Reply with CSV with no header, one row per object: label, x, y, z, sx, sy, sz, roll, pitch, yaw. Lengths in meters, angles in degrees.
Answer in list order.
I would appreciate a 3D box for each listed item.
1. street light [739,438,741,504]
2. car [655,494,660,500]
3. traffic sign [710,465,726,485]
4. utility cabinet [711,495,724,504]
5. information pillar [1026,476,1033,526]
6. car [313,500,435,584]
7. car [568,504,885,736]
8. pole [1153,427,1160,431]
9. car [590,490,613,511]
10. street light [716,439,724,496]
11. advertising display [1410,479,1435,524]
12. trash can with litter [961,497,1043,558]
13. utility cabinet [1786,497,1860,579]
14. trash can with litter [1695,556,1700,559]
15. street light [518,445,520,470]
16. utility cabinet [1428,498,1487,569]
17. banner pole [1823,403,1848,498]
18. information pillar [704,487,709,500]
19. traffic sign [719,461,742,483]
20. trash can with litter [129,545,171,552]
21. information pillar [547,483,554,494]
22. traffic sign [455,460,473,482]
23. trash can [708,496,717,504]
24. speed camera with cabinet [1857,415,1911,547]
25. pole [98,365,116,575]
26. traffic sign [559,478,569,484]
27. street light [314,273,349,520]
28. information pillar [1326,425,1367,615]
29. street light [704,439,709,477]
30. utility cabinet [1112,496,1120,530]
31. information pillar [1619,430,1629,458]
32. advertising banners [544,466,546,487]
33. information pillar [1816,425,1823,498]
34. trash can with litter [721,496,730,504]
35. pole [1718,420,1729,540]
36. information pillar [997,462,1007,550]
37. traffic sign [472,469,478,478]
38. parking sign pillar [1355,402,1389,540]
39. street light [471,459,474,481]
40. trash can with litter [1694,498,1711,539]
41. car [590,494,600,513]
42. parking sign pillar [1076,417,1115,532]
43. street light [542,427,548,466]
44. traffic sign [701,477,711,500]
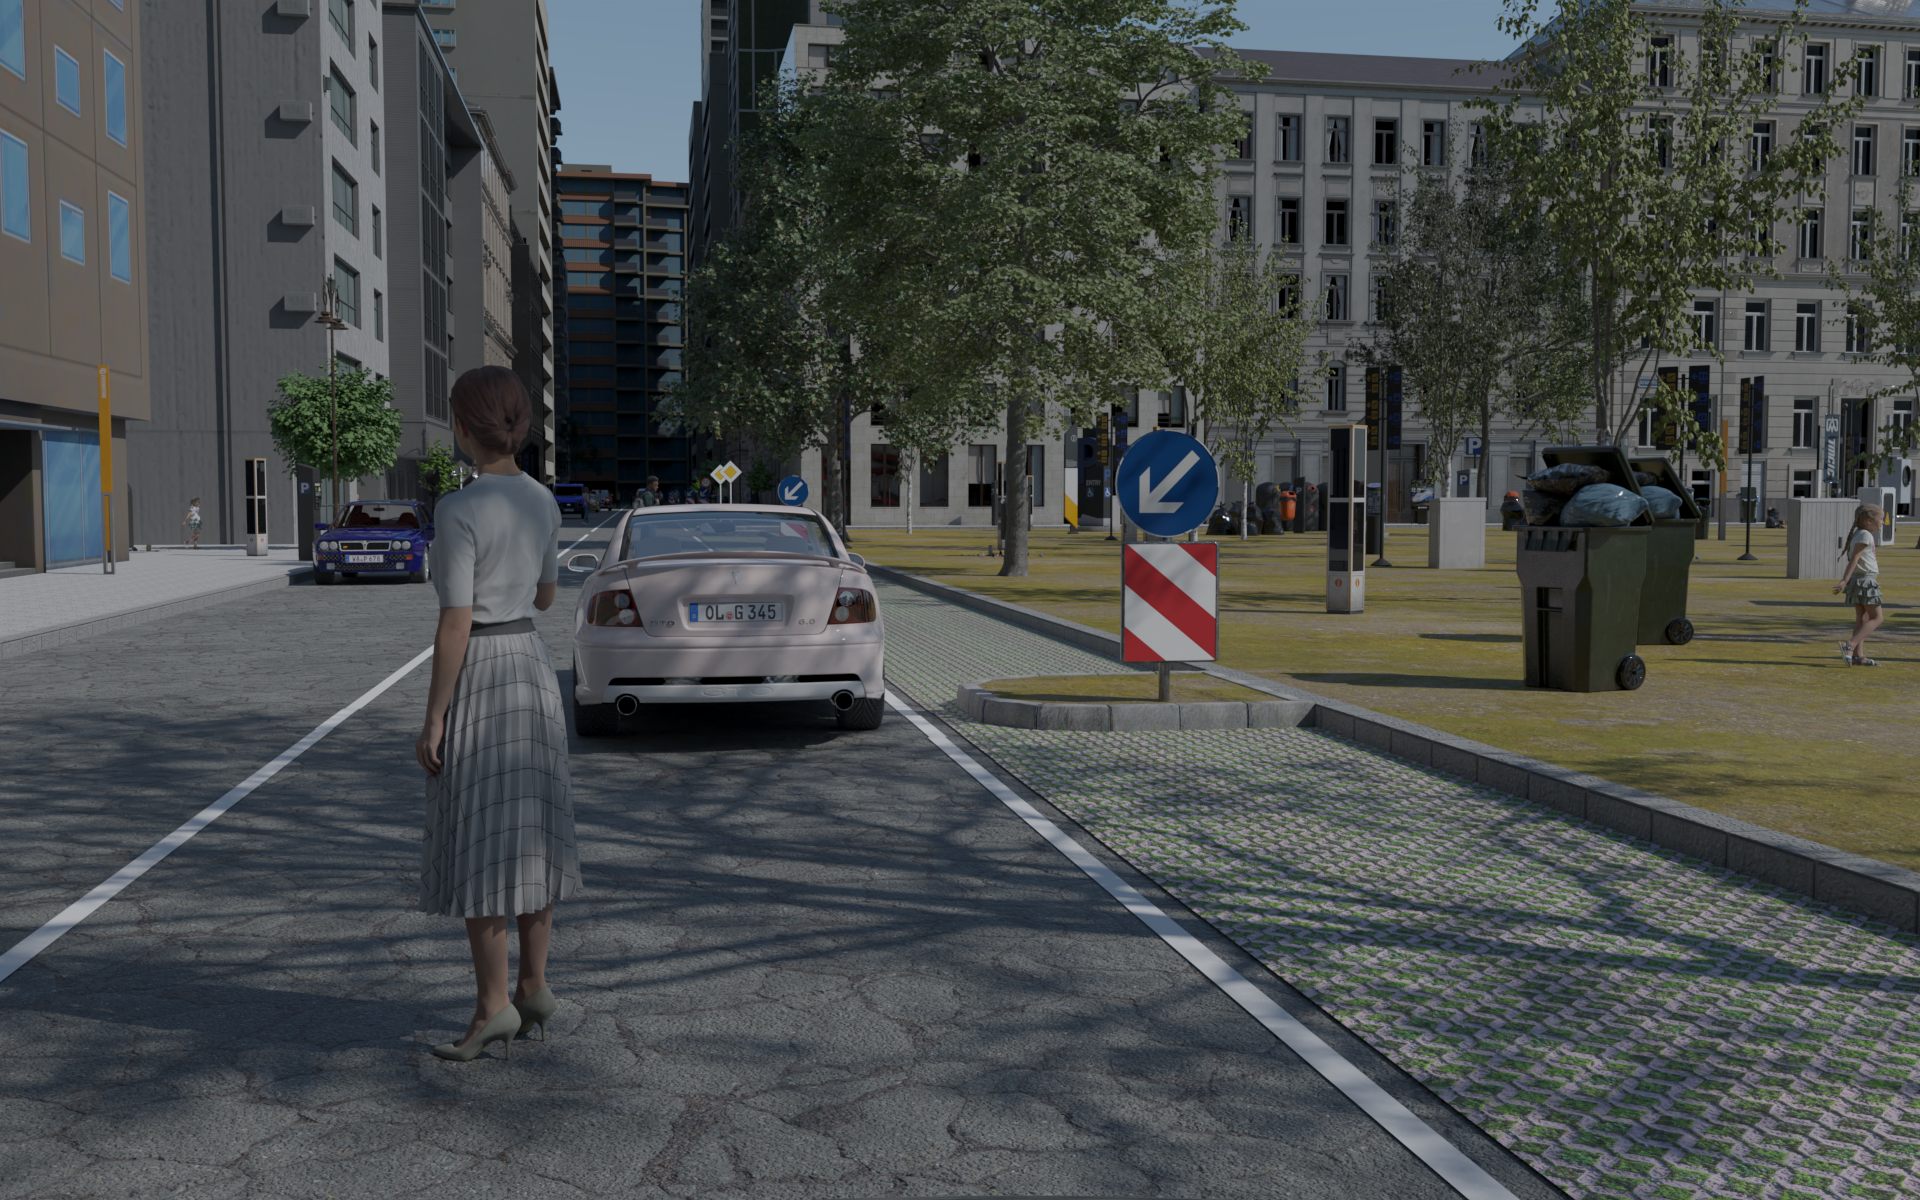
street light,-11.480,-7.190,90.339,0.468,5.910,1.993,-1,4,-10
car,-26.682,-8.536,148.355,1.959,1.807,4.718,-1,4,-9
traffic sign,-9.407,-4.036,68.172,0.795,2.593,0.064,-1,4,-10
utility cabinet,-17.765,-7.091,127.101,0.306,1.237,1.020,3,4,37
information pillar,2.741,-3.970,69.398,0.304,2.012,0.304,-2,4,-24
car,-9.618,-0.993,28.823,1.945,1.354,3.894,-1,4,-11
car,-1.621,0.037,11.762,2.083,1.381,4.827,-1,4,-10
pole,5.931,-3.584,52.435,0.158,3.312,0.155,0,3,0
car,-30.811,-8.528,148.101,2.281,1.827,5.304,-1,4,-11
street light,-16.025,-8.757,115.972,0.468,5.910,1.993,-1,4,-10
advertising display,19.552,-4.160,73.227,0.974,1.923,0.123,1,4,10
trash can with litter,0.856,-1.481,35.279,1.678,1.210,2.233,0,4,0
utility cabinet,13.099,-0.925,26.278,1.020,1.237,0.306,-1,4,-11
trash can with litter,13.694,-1.408,34.078,1.678,1.210,2.233,1,4,12
street light,-23.768,-7.378,93.415,0.468,5.910,1.993,-1,4,-10
utility cabinet,8.599,-1.151,29.981,1.020,1.237,0.306,-2,4,-24
banner pole,24.215,-3.539,47.880,0.863,3.779,0.401,-1,4,-12
information pillar,-19.338,-7.804,132.091,0.304,2.012,0.304,3,5,39
traffic sign,-7.968,-3.555,60.317,0.795,2.593,0.064,-1,4,-10
trash can with litter,-18.692,-1.668,38.329,2.233,1.210,1.678,-2,4,-25
information pillar,-27.625,-6.892,117.181,0.304,2.012,0.304,-1,4,-9
traffic sign,-16.917,-3.457,58.704,0.795,2.593,0.064,-1,4,-10
trash can,-17.082,-6.593,119.442,0.748,1.137,0.748,0,3,0
speed camera with cabinet,22.858,-2.964,42.798,2.038,3.252,0.660,-3,5,-43
pole,-13.584,-2.063,27.566,0.158,3.312,0.155,0,3,0
traffic sign,-31.527,-8.428,137.899,0.768,2.556,0.104,0,4,-1
street light,-13.183,-3.894,36.456,0.468,5.910,1.993,-1,4,-10
information pillar,4.140,-0.860,18.559,0.304,2.012,0.304,3,5,43
street light,-20.832,-10.355,142.092,0.468,5.910,1.993,-1,4,-10
utility cabinet,5.171,-3.058,61.154,1.020,1.237,0.306,-2,4,-33
information pillar,22.837,-4.177,59.641,0.504,3.616,0.183,-3,4,-38
advertising banners,-25.905,-6.814,107.594,0.090,3.025,2.074,-2,4,-24
information pillar,29.261,-4.138,59.018,0.183,3.616,0.504,3,4,36
trash can with litter,-15.010,-6.100,111.123,0.624,1.170,1.055,-1,4,-18
pole,21.085,-3.303,47.845,0.158,3.312,0.155,0,3,0
information pillar,1.048,-2.151,39.662,0.304,2.012,0.304,-1,4,-19
traffic sign,-18.356,-3.937,66.559,0.795,2.593,0.064,-1,4,-10
parking sign pillar,11.524,-3.729,49.435,1.447,3.967,1.447,-2,4,-29
street light,-18.850,-5.760,66.968,0.468,5.910,1.993,-1,4,-10
trash can with litter,20.779,-2.295,48.916,0.624,1.170,1.055,0,4,7
car,-28.997,-7.623,134.857,2.015,1.641,3.980,-1,4,-10
parking sign pillar,4.605,-4.336,59.363,1.447,3.967,1.447,-3,5,-41
street light,-28.498,-8.944,119.014,0.468,5.910,1.993,-1,4,-10
traffic sign,-19.327,-8.051,131.741,0.768,2.556,0.104,0,4,-8
